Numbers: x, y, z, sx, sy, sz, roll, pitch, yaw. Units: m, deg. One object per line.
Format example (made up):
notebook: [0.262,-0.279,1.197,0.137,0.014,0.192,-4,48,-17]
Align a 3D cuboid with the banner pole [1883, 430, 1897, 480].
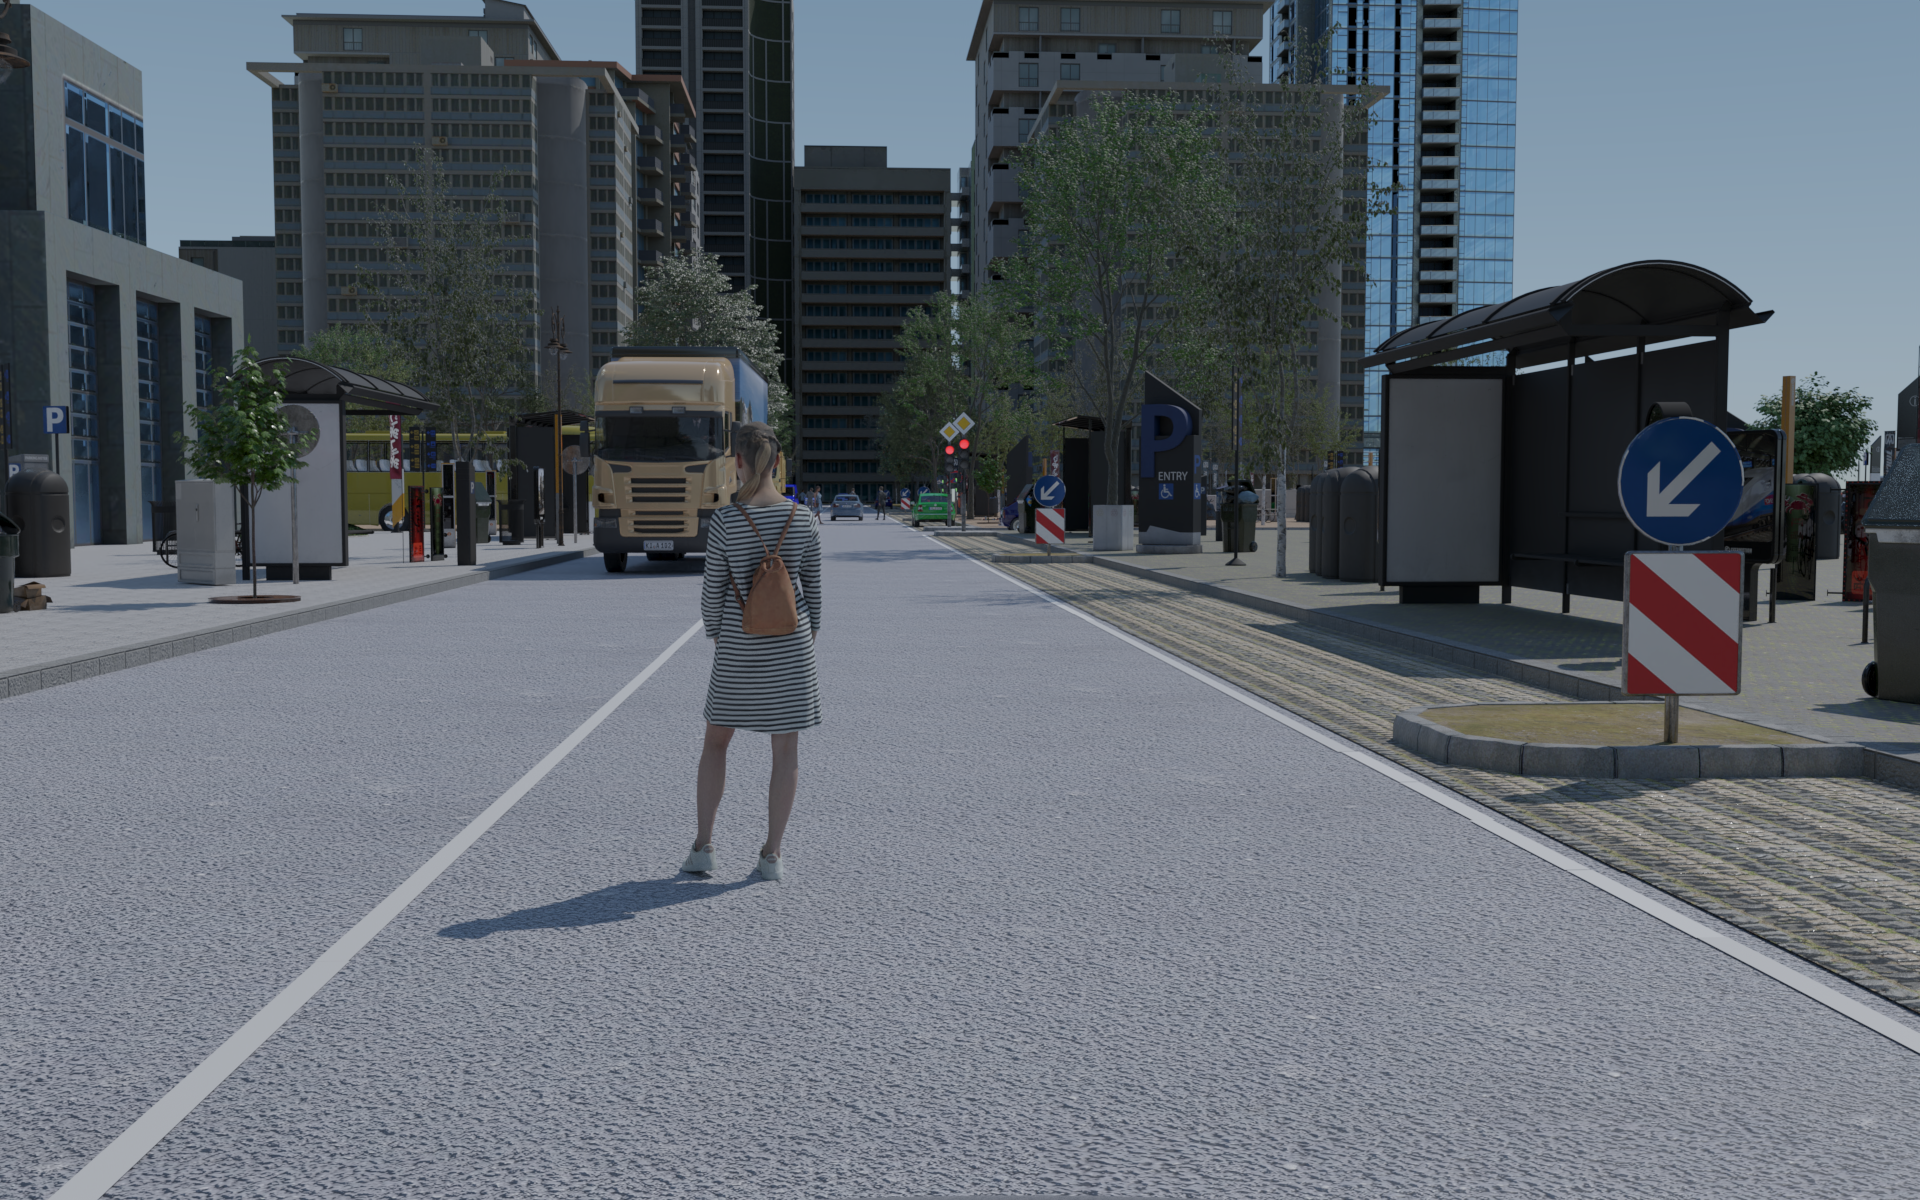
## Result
banner pole: [32.301,-4.280,59.993,0.401,3.779,0.863,-1,4,-19]

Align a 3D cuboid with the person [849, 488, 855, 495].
person: [-7.330,-6.734,118.560,0.622,1.834,0.822,2,4,27]

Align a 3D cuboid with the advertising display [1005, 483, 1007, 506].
advertising display: [2.540,-4.700,82.061,0.974,1.923,0.123,3,4,37]

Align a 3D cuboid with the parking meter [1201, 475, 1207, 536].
parking meter: [7.383,-2.914,53.355,0.399,1.863,0.255,-1,4,-22]

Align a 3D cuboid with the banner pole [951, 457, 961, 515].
banner pole: [-0.169,-6.977,104.096,0.863,3.779,0.401,1,4,19]

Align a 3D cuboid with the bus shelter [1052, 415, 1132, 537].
bus shelter: [4.115,-3.862,54.423,1.731,3.624,6.357,0,4,-4]

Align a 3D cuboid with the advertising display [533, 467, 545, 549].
advertising display: [-9.967,-2.191,41.044,0.123,1.923,0.974,0,4,-6]

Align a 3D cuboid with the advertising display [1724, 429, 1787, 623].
advertising display: [7.947,-0.758,17.602,0.123,1.923,0.974,-1,4,-21]

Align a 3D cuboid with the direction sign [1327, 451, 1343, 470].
direction sign: [19.667,-6.045,90.826,0.876,3.537,0.379,-1,4,-12]

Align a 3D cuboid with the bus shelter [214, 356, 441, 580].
bus shelter: [-10.088,-2.096,28.187,2.014,3.302,5.546,0,4,-4]

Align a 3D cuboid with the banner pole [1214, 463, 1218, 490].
banner pole: [17.853,-8.080,122.126,0.863,3.779,0.401,-1,4,-22]

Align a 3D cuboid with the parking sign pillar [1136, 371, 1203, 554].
parking sign pillar: [4.544,-2.997,37.477,1.447,3.967,1.447,2,4,32]

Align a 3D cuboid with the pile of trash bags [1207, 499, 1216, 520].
pile of trash bags: [10.805,-4.611,85.148,3.447,1.369,1.912,-1,4,-10]

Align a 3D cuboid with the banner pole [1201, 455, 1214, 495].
banner pole: [15.707,-7.439,111.641,0.863,3.779,0.401,-2,4,-29]

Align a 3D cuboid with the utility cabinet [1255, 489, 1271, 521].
utility cabinet: [14.301,-4.485,82.007,1.173,1.500,0.318,2,4,29]

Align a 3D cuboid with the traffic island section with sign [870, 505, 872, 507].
traffic island section with sign: [-9.156,-11.491,196.509,1.989,1.847,2.006,0,4,-4]

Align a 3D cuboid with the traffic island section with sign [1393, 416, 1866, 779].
traffic island section with sign: [3.525,-0.060,9.614,1.989,1.847,2.006,0,4,-4]

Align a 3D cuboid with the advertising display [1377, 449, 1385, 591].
advertising display: [5.995,-1.078,22.835,0.974,1.923,0.123,0,4,-4]

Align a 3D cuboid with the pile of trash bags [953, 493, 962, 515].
pile of trash bags: [0.346,-6.012,108.053,1.912,1.369,3.447,1,4,10]

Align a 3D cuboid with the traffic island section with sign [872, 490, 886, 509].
traffic island section with sign: [-7.319,-9.846,169.616,1.989,1.847,2.006,0,4,-4]

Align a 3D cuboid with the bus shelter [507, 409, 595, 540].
bus shelter: [-11.923,-3.662,51.153,1.731,3.624,6.357,0,4,-4]

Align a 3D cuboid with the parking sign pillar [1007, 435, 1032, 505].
parking sign pillar: [2.736,-5.580,79.706,1.447,3.967,1.447,-3,5,-42]

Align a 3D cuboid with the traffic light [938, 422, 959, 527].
traffic light: [-0.433,-4.789,67.225,0.839,4.253,0.868,0,4,-4]

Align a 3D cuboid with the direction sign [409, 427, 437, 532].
direction sign: [-18.068,-4.057,58.321,0.876,3.537,0.379,-2,4,-28]

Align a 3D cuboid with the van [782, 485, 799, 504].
van: [-11.337,-6.483,110.386,2.240,2.365,5.245,0,4,-3]

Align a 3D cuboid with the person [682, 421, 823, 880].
person: [-0.751,0.185,6.478,0.512,1.701,0.522,-2,4,-23]

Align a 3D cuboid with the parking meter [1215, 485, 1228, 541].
parking meter: [7.148,-2.369,47.140,0.372,1.533,0.369,0,3,0]

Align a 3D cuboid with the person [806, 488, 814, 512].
person: [-10.439,-6.844,120.197,0.655,1.846,0.447,-1,4,-12]

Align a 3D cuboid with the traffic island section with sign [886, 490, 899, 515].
traffic island section with sign: [-3.877,-6.737,118.778,1.989,1.847,2.006,0,4,-4]

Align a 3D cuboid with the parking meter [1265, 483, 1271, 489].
parking meter: [15.820,-5.086,88.870,0.255,1.863,0.399,-2,4,-35]

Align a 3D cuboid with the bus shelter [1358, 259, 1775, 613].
bus shelter: [5.858,-1.456,17.733,2.014,3.302,5.546,0,4,-4]

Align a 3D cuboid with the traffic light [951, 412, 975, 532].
traffic light: [0.107,-4.302,59.258,0.839,4.253,0.868,0,4,-4]

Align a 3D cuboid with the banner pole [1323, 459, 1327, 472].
banner pole: [23.396,-7.335,109.947,0.863,3.779,0.401,-2,4,-25]

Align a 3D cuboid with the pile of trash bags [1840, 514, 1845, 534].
pile of trash bags: [28.905,-2.790,55.369,3.447,1.369,1.912,1,4,14]

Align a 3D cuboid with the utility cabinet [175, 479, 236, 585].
utility cabinet: [-10.697,-0.969,24.518,1.173,1.500,0.318,3,5,42]

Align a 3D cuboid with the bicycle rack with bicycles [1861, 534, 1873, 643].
bicycle rack with bicycles: [8.817,-0.081,14.707,2.925,0.926,2.852,-2,4,-34]

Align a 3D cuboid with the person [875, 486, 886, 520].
person: [-4.359,-5.302,94.966,0.659,1.850,0.755,-3,4,-39]

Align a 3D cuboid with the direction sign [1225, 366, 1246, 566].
direction sign: [4.949,-2.384,30.981,0.379,3.537,0.876,1,4,20]

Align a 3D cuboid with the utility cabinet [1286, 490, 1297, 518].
utility cabinet: [17.652,-5.090,91.894,1.173,1.500,0.318,1,4,12]

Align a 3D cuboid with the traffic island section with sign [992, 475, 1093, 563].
traffic island section with sign: [1.693,-1.705,36.507,1.989,1.847,2.006,0,4,-4]

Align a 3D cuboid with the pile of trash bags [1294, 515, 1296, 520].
pile of trash bags: [18.365,-4.691,86.442,3.447,1.369,1.912,2,4,34]

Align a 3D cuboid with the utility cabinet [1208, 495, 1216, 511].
utility cabinet: [14.141,-5.384,99.188,1.020,1.237,0.306,1,4,15]

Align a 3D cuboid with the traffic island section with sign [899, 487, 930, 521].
traffic island section with sign: [-2.053,-5.092,91.884,1.989,1.847,2.006,0,4,-4]

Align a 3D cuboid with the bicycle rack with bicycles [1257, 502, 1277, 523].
bicycle rack with bicycles: [12.985,-3.930,77.642,2.925,0.926,2.852,-1,4,-14]

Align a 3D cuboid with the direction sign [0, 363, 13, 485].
direction sign: [-16.665,-2.341,30.274,0.379,3.537,0.876,-3,5,-40]

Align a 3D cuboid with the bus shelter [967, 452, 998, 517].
bus shelter: [1.095,-6.568,98.669,1.731,3.624,6.357,0,4,-4]

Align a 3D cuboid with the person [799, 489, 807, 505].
person: [-13.327,-8.475,147.044,1.348,1.826,0.705,3,4,36]

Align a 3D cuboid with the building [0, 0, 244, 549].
building: [-36.356,-44.357,37.909,31.000,86.520,22.319,0,4,-4]

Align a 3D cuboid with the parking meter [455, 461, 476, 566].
parking meter: [-8.878,-1.555,31.131,0.255,1.863,0.399,0,4,1]

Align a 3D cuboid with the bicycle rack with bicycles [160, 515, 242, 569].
bicycle rack with bicycles: [-13.012,-1.093,31.249,2.925,0.926,2.852,-2,4,-32]

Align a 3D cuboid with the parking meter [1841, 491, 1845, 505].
parking meter: [52.191,-5.734,102.161,0.372,1.533,0.369,0,3,0]

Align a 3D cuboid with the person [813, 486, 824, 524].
person: [-6.816,-4.511,82.347,0.778,1.811,0.616,2,4,26]

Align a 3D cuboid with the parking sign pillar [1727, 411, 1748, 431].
parking sign pillar: [22.731,-3.814,50.823,1.447,3.967,1.447,3,5,39]
